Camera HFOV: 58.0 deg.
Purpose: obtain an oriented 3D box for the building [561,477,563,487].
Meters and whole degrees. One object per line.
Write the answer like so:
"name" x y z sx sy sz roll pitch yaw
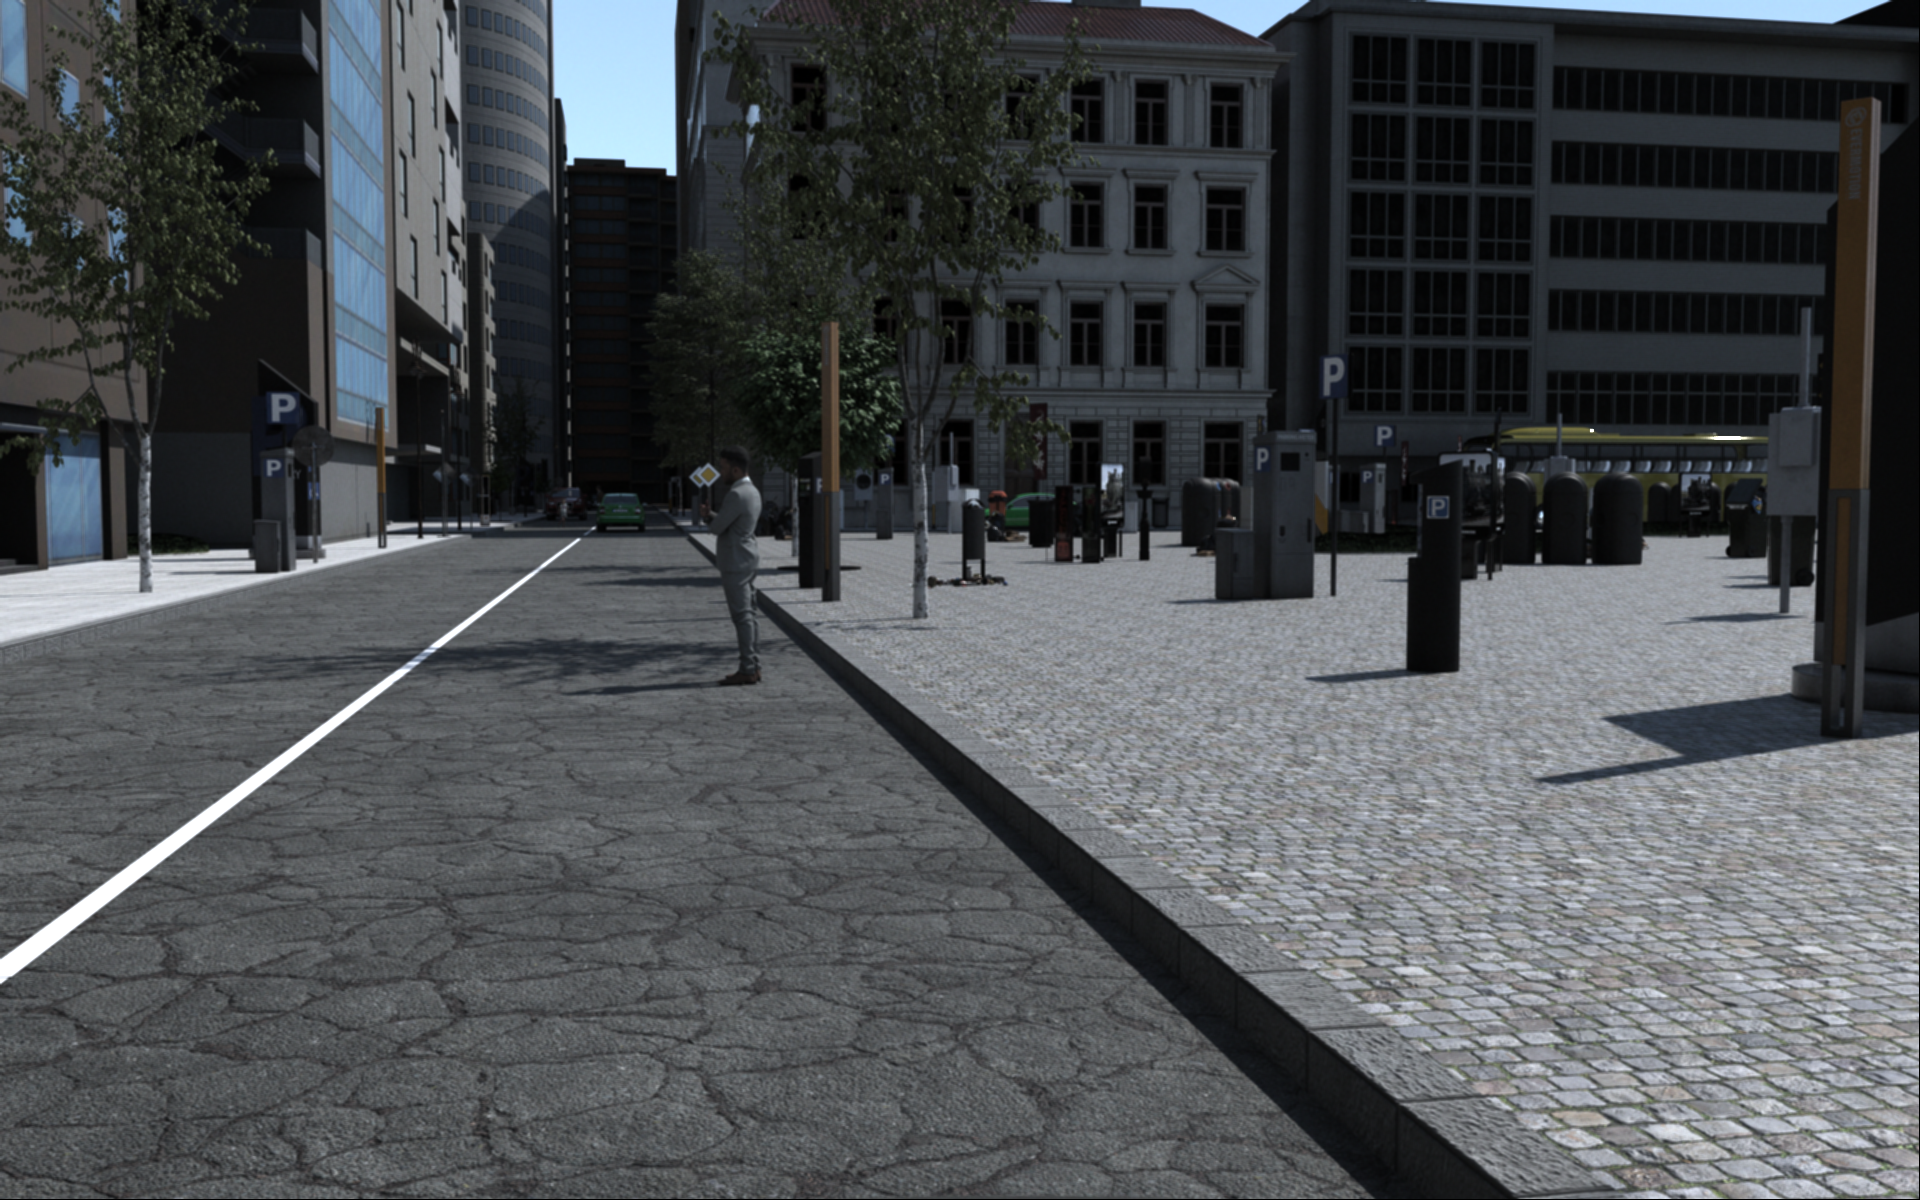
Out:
"building" -56.183 -29.313 171.147 32.217 40.220 23.993 -1 4 -10

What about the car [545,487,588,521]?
"car" -21.539 -5.276 94.942 2.281 1.827 5.304 -1 4 -10

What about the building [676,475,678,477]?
"building" -16.916 -34.063 176.544 23.786 49.044 30.456 -1 4 -10

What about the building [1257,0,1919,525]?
"building" 26.703 -15.768 76.878 30.058 24.678 14.314 -1 4 -10

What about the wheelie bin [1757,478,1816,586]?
"wheelie bin" 11.686 -1.007 24.376 0.693 1.594 0.980 1 4 20

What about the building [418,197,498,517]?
"building" -44.124 -16.022 106.995 27.650 21.520 28.899 -1 4 -10

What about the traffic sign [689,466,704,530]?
"traffic sign" -9.399 -3.605 62.578 0.795 2.450 0.064 -1 4 -10

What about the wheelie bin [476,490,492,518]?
"wheelie bin" -25.852 -5.265 93.985 0.693 1.594 0.980 0 4 3

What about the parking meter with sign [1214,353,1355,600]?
"parking meter with sign" 3.968 -1.533 21.334 1.738 3.016 0.543 -2 4 -28

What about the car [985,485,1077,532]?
"car" 2.285 -3.139 60.124 4.718 1.807 1.959 -1 4 -9

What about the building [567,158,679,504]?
"building" -47.974 -35.114 228.744 28.867 44.769 22.147 -1 4 -10

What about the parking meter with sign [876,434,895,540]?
"parking meter with sign" -2.151 -3.253 49.451 0.543 3.016 1.738 0 4 0

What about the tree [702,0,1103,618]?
"tree" -0.434 -4.103 17.440 4.737 8.622 4.395 0 3 0

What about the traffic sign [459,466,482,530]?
"traffic sign" -17.263 -3.517 61.147 0.795 2.450 0.064 -1 4 -10

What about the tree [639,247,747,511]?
"tree" -11.419 -9.913 80.210 7.486 12.596 7.792 0 3 0

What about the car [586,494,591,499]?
"car" -35.113 -9.504 167.186 2.131 1.459 4.920 -1 4 -10

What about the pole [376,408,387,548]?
"pole" -13.709 -2.885 41.021 0.158 3.312 0.155 0 3 0

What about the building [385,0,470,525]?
"building" -35.586 -29.458 70.876 28.713 52.752 27.495 -1 4 -10

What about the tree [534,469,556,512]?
"tree" -30.035 -7.903 123.821 1.663 3.219 1.824 0 3 0

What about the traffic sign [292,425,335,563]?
"traffic sign" -11.992 -1.960 32.151 0.768 2.556 0.104 -1 4 -9

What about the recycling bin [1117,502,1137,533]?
"recycling bin" 5.453 -2.709 56.846 0.722 1.027 0.722 0 4 6

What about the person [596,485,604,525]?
"person" -16.507 -4.350 79.528 0.656 1.842 0.836 2 4 29

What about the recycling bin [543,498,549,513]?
"recycling bin" -28.346 -6.544 119.545 0.722 1.027 0.722 0 4 6

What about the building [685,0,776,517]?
"building" -10.192 -19.896 102.796 11.434 29.767 29.804 -1 4 -10

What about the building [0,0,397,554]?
"building" -23.381 -24.157 45.075 14.200 45.320 14.600 -1 4 -10

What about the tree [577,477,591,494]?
"tree" -43.609 -12.629 201.091 1.663 3.219 1.824 0 3 0

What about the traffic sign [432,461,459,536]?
"traffic sign" -15.809 -3.037 53.295 0.795 2.450 0.064 -1 4 -10

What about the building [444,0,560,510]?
"building" -45.471 -36.939 145.947 21.231 58.520 28.212 -1 4 -10

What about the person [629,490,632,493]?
"person" -29.305 -8.906 154.249 0.705 1.807 1.348 -1 4 -9

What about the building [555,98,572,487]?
"building" -55.308 -34.959 195.285 21.600 48.544 21.300 -1 4 -10

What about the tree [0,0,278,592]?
"tree" -10.794 -4.416 22.567 4.737 8.622 4.395 0 3 0

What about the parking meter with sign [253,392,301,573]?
"parking meter with sign" -11.368 -1.990 28.790 0.543 3.016 1.738 -1 4 -11

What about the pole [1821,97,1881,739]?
"pole" 4.671 -0.932 9.079 0.158 3.312 0.155 0 3 0

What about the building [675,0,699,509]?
"building" -17.982 -30.807 153.797 14.600 45.320 14.200 -1 4 -10

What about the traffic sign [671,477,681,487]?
"traffic sign" -16.850 -6.164 102.915 0.606 2.300 0.079 0 4 -2

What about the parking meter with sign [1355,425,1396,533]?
"parking meter with sign" 10.243 -2.866 43.113 0.543 3.016 1.738 3 4 36

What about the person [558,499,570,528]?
"person" -16.848 -3.678 73.644 0.505 1.210 0.382 -3 4 -38

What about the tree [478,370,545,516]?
"tree" -26.783 -9.361 103.416 4.737 8.622 4.395 0 3 0

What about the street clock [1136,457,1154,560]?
"street clock" 3.573 -1.770 33.511 0.358 2.002 0.471 0 4 3

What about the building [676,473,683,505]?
"building" -23.263 -46.628 200.614 20.563 71.187 20.611 -1 4 -10

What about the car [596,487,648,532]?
"car" -12.969 -3.520 66.354 1.959 1.807 4.718 -1 4 -10

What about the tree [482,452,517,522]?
"tree" -21.311 -5.204 79.690 1.663 3.219 1.824 0 3 0

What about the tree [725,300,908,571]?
"tree" -2.373 -2.805 29.567 4.285 4.588 4.351 0 3 0

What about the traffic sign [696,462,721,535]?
"traffic sign" -7.944 -3.124 54.726 0.795 2.450 0.064 -1 4 -10

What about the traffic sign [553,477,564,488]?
"traffic sign" -30.115 -7.942 129.960 0.768 2.556 0.104 -1 4 -8

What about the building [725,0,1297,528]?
"building" 1.433 -14.323 70.344 21.152 22.565 11.583 -1 4 -10

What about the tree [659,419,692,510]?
"tree" -22.579 -11.659 140.982 4.360 8.622 3.978 0 3 0

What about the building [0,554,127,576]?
"building" -21.812 -22.951 25.366 14.600 45.320 14.200 -1 4 -10

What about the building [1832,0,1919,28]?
"building" 49.383 -15.338 80.454 15.834 23.373 12.332 -1 4 -10

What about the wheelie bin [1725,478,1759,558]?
"wheelie bin" 15.977 -1.662 35.089 0.693 1.594 0.980 -1 4 -18

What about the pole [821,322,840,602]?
"pole" -1.543 -1.639 20.647 0.158 3.312 0.155 0 3 0

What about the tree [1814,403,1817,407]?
"tree" 24.647 -3.868 46.954 4.285 4.588 4.351 0 3 0

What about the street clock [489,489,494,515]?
"street clock" -29.214 -6.321 107.921 0.358 2.002 0.471 -3 5 -41

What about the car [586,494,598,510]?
"car" -32.383 -8.840 154.327 2.009 1.686 4.222 -1 4 -9

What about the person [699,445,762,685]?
"person" -1.740 -0.274 13.157 0.466 1.800 0.511 0 4 -6
